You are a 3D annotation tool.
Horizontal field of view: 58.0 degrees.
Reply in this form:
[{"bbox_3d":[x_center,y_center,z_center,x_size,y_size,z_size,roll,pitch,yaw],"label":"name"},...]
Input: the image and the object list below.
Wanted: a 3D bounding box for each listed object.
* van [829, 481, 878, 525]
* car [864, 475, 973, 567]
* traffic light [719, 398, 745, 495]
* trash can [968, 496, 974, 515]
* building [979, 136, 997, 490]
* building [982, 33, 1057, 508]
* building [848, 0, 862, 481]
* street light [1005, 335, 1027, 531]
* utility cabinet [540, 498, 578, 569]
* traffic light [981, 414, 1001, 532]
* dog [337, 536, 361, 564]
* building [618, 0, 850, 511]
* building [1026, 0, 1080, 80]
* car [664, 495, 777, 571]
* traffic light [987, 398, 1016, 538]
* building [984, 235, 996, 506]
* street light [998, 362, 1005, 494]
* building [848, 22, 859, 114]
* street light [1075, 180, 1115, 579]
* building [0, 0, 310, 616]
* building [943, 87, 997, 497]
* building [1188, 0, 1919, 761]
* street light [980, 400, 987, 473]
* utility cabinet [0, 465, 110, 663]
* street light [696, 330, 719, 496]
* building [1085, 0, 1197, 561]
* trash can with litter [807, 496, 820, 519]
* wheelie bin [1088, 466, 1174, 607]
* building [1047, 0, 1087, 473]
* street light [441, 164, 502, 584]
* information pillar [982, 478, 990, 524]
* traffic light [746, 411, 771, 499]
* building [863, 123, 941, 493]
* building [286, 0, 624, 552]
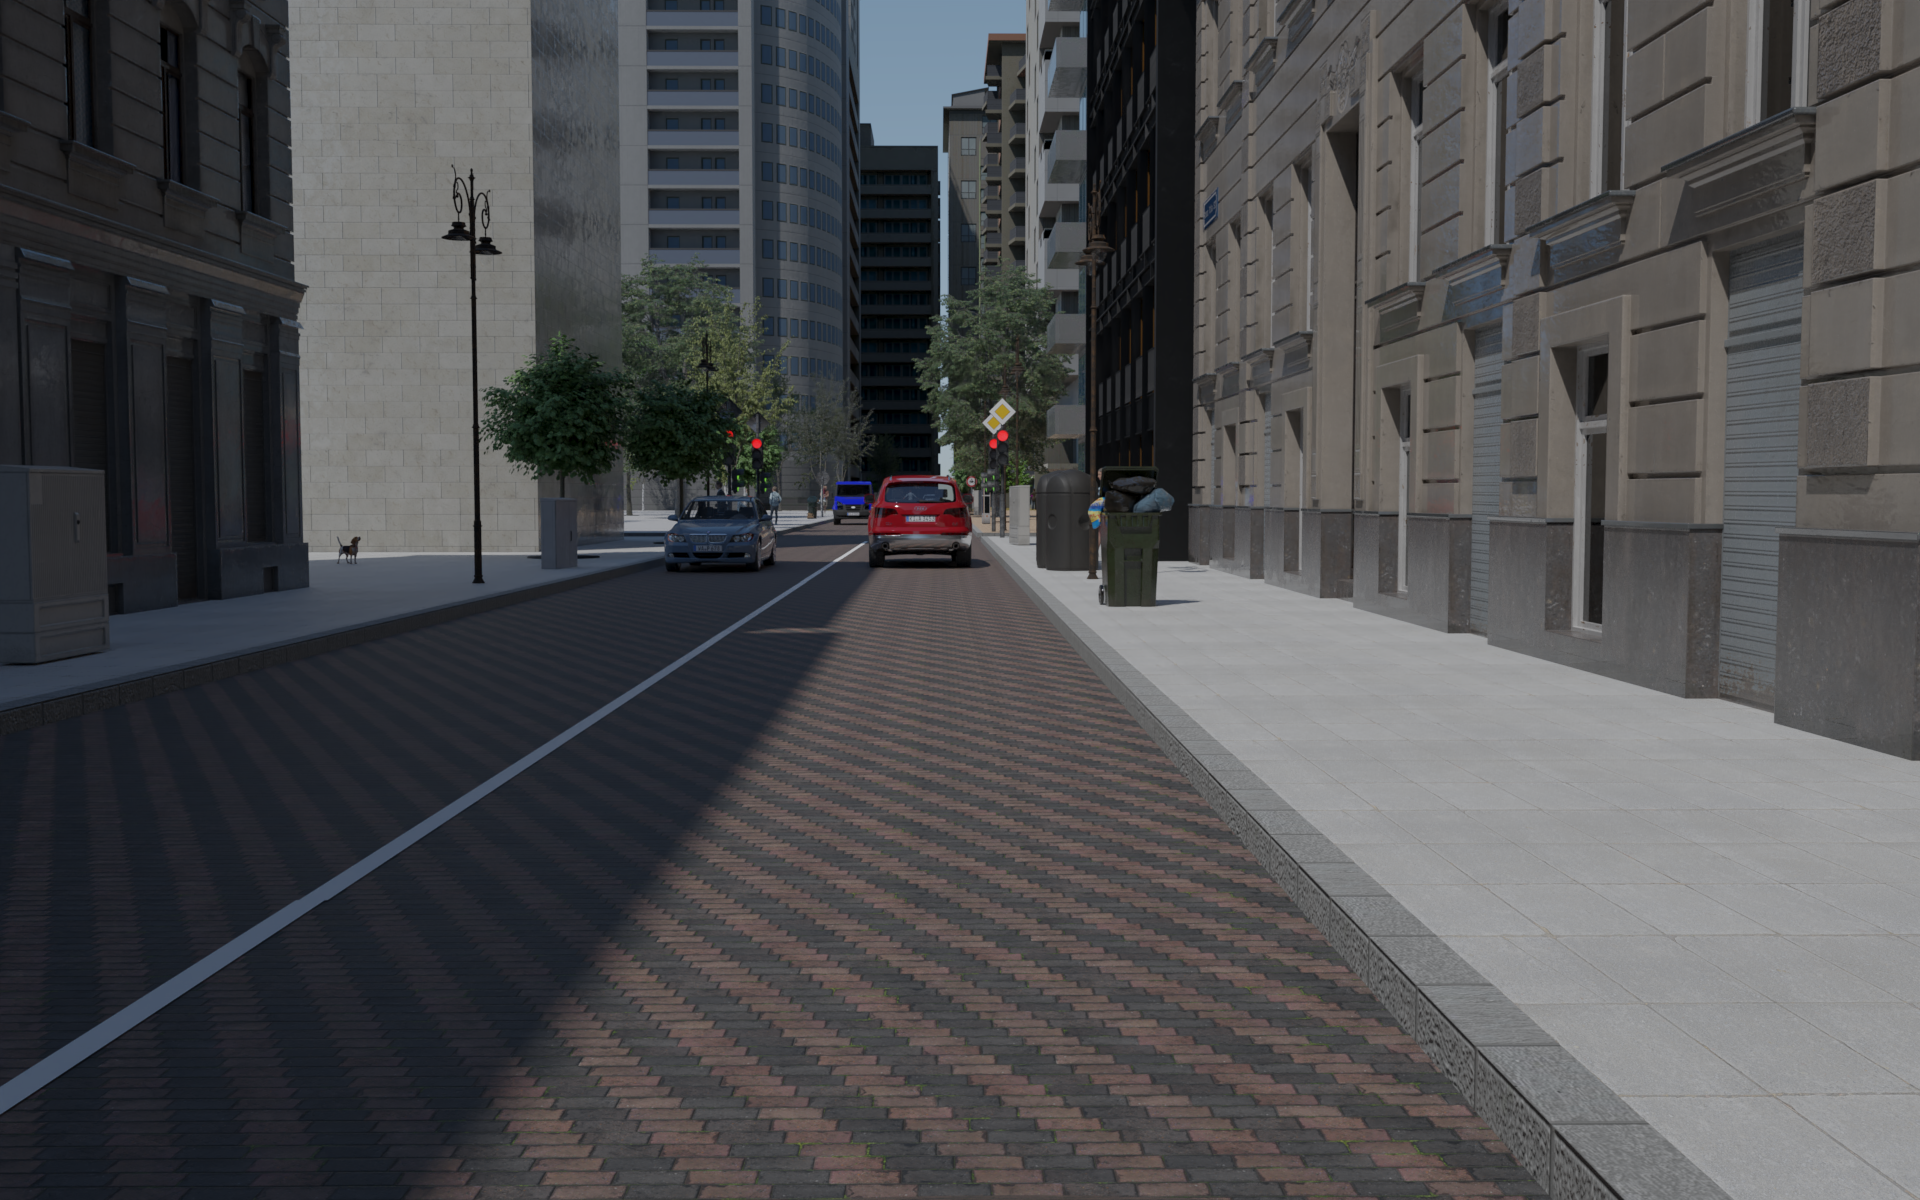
[{"bbox_3d":[-5.004,-4.743,81.928,2.240,2.365,5.245,0,4,-2],"label":"van"},{"bbox_3d":[-0.837,-1.637,35.444,2.281,1.827,5.304,0,4,-2],"label":"car"},{"bbox_3d":[-6.737,-3.780,50.723,0.839,4.253,0.868,0,4,-1],"label":"traffic light"},{"bbox_3d":[0.788,-5.660,104.188,0.748,1.137,0.748,0,3,0],"label":"trash can"},{"bbox_3d":[9.198,-31.631,200.766,14.154,41.232,14.086,0,4,-1],"label":"building"},{"bbox_3d":[13.298,-31.210,164.907,22.147,44.769,28.867,0,4,-1],"label":"building"},{"bbox_3d":[-22.013,-46.397,196.841,20.611,71.187,20.563,0,4,-1],"label":"building"},{"bbox_3d":[1.666,-4.746,50.384,0.468,5.910,1.993,0,4,-1],"label":"street light"},{"bbox_3d":[-6.940,-1.154,30.027,0.306,1.237,1.020,0,4,8],"label":"utility cabinet"},{"bbox_3d":[1.129,-4.275,58.817,0.839,4.253,0.868,0,4,-1],"label":"traffic light"},{"bbox_3d":[-11.240,-0.919,31.851,0.540,0.507,0.406,0,4,-3],"label":"dog"},{"bbox_3d":[-20.625,-36.993,146.832,21.231,58.520,28.212,0,4,-1],"label":"building"},{"bbox_3d":[18.459,-32.267,116.798,28.713,52.752,27.495,0,4,-1],"label":"building"},{"bbox_3d":[-4.581,-1.320,33.581,2.014,1.417,4.499,0,4,0],"label":"car"},{"bbox_3d":[1.224,-3.787,50.833,0.839,4.253,0.868,0,4,-1],"label":"traffic light"},{"bbox_3d":[9.583,-25.385,186.748,14.160,30.474,14.107,0,4,-1],"label":"building"},{"bbox_3d":[1.572,-5.377,60.699,0.468,5.910,1.993,0,4,-1],"label":"street light"},{"bbox_3d":[-21.107,-33.537,172.038,21.300,48.544,21.600,0,4,-1],"label":"building"},{"bbox_3d":[2.000,-3.251,25.950,0.468,5.910,1.993,0,4,-1],"label":"street light"},{"bbox_3d":[-13.544,-10.099,14.270,9.793,20.994,18.267,0,4,-1],"label":"building"},{"bbox_3d":[11.451,-39.389,233.243,27.495,52.752,28.713,0,4,-1],"label":"building"},{"bbox_3d":[10.068,-13.602,19.649,12.463,27.353,25.104,0,4,-1],"label":"building"},{"bbox_3d":[1.235,-6.863,85.003,0.468,5.910,1.993,0,4,-1],"label":"street light"},{"bbox_3d":[-7.042,-0.292,13.461,0.318,1.500,1.173,0,4,-1],"label":"utility cabinet"},{"bbox_3d":[-7.144,-4.664,49.049,0.468,5.910,1.993,0,4,-1],"label":"street light"},{"bbox_3d":[9.752,-12.876,40.199,12.332,23.373,15.834,0,4,-1],"label":"building"},{"bbox_3d":[-7.621,-4.789,89.682,0.624,1.170,1.055,0,4,2],"label":"trash can with litter"},{"bbox_3d":[1.976,-0.731,19.856,0.980,1.594,0.693,0,4,-4],"label":"wheelie bin"},{"bbox_3d":[18.825,-27.570,70.379,30.456,49.044,23.786,0,4,-1],"label":"building"},{"bbox_3d":[-6.929,-3.178,24.743,0.468,5.910,1.993,0,4,-1],"label":"street light"},{"bbox_3d":[1.122,-4.263,74.188,0.304,2.012,0.304,-1,4,-15],"label":"information pillar"},{"bbox_3d":[-6.831,-4.268,58.708,0.839,4.253,0.868,0,4,-1],"label":"traffic light"},{"bbox_3d":[-13.374,-37.048,229.440,21.600,48.544,21.300,0,4,-1],"label":"building"},{"bbox_3d":[-17.779,-11.499,42.755,16.860,20.320,10.420,0,4,-1],"label":"building"}]
